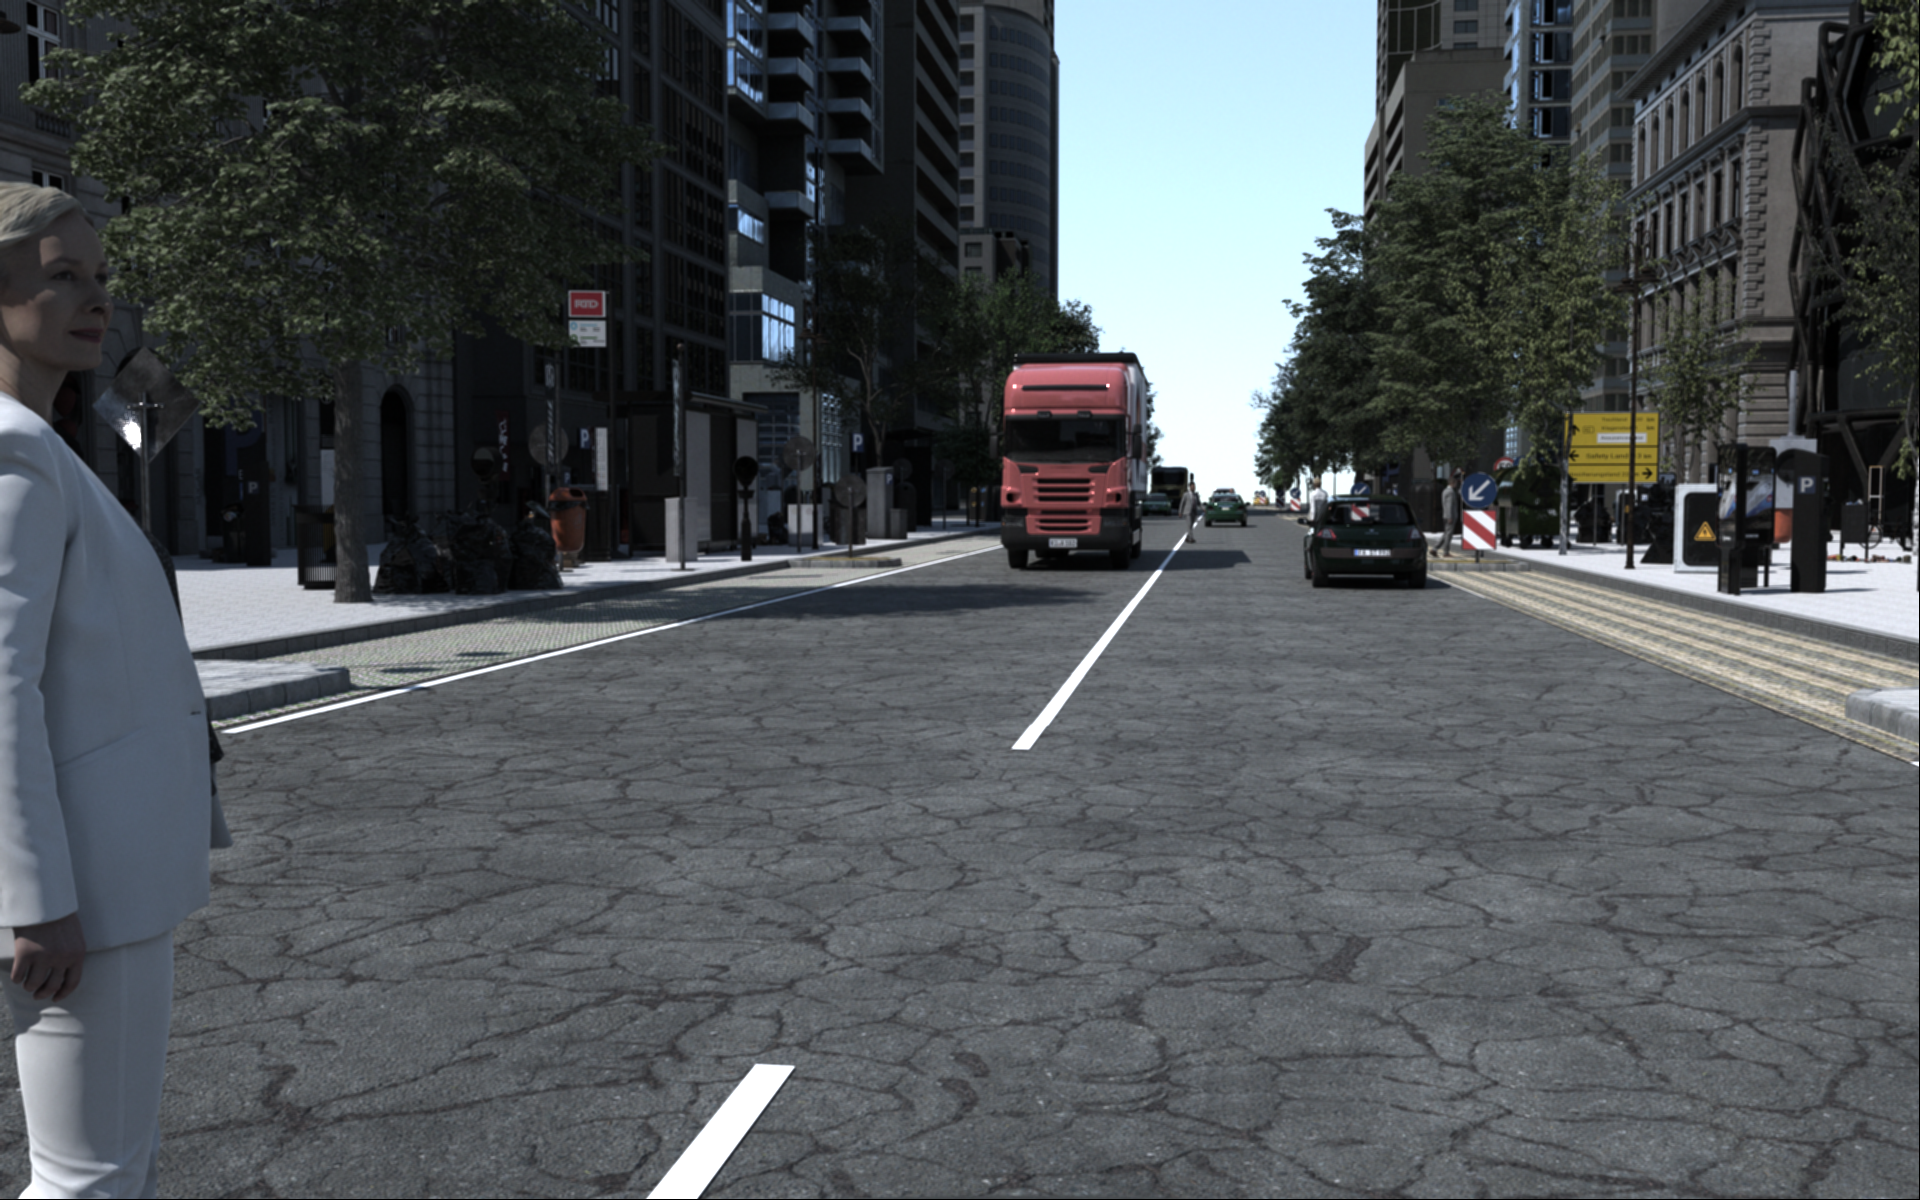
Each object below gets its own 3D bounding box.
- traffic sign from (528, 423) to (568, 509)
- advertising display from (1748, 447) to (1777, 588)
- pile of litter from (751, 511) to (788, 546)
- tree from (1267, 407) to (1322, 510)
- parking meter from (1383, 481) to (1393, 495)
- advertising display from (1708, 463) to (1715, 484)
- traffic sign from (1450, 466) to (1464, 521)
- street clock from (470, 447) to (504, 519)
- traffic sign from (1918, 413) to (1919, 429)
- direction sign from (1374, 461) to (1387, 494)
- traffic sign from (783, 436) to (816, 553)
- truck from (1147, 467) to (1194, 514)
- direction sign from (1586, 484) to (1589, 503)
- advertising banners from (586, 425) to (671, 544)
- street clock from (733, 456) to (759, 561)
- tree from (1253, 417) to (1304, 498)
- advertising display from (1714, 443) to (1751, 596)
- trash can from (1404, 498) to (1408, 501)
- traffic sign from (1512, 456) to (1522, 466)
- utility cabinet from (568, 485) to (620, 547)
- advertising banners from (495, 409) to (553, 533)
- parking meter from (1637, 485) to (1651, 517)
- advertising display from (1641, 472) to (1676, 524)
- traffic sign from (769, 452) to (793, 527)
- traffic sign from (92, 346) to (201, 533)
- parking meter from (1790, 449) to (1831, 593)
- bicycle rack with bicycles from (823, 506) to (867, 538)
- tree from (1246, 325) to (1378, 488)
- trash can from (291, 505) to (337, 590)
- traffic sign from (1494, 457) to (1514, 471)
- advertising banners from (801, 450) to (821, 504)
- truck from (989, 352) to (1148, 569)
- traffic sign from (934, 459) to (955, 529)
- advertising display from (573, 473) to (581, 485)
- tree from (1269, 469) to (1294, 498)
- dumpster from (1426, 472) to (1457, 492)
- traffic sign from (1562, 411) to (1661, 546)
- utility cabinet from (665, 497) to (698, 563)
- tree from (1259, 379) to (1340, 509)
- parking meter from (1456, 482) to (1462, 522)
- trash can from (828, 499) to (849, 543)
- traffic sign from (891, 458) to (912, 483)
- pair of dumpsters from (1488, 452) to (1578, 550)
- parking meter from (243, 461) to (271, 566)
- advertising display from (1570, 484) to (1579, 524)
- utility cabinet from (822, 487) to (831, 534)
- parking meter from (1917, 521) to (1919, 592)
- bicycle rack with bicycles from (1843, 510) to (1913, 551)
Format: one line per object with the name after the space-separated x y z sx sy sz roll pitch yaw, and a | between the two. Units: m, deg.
-7.325 -1.876 30.780 0.768 2.556 0.104 1 4 13 | traffic sign
10.715 -1.123 23.575 0.974 1.923 0.123 -2 4 -27 | advertising display
-4.894 -1.821 43.732 1.176 0.858 1.719 2 4 24 | pile of litter
27.805 -11.546 139.139 4.360 8.622 3.978 0 3 0 | tree
19.578 -4.495 79.210 0.399 1.863 0.255 0 4 -4 | parking meter
15.881 -1.909 36.424 0.123 1.923 0.974 2 4 34 | advertising display
21.063 -4.481 73.267 0.884 2.594 0.081 1 4 14 | traffic sign
-7.264 -1.351 26.653 0.471 2.002 0.358 2 4 26 | street clock
11.888 -1.266 20.798 0.768 2.556 0.104 1 4 13 | traffic sign
18.535 -5.159 76.348 0.876 3.537 0.379 -3 5 -40 | direction sign
-3.533 -2.315 37.954 0.768 2.556 0.104 1 4 14 | traffic sign
15.161 -7.909 125.231 3.469 3.379 9.791 0 4 8 | truck
24.053 -4.548 66.360 0.379 3.537 0.876 1 4 12 | direction sign
-8.477 -2.935 44.181 2.074 3.025 0.090 -2 4 -24 | advertising banners
-4.095 -1.747 33.134 0.471 2.002 0.358 -1 4 -12 | street clock
43.307 -19.211 232.222 7.486 12.596 7.792 0 3 0 | tree
9.911 -1.043 22.271 0.123 1.923 0.974 1 4 10 | advertising display
16.611 -3.207 64.087 0.748 1.137 0.748 0 3 0 | trash can
18.696 -3.510 57.502 0.768 2.556 0.104 1 4 13 | traffic sign
-8.743 -2.000 41.376 1.173 1.500 0.318 -1 4 -10 | utility cabinet
-9.186 -2.469 36.548 0.090 3.025 2.074 1 4 20 | advertising banners
19.019 -2.432 48.178 0.372 1.533 0.369 0 3 0 | parking meter
20.860 -2.847 51.770 0.974 1.923 0.123 1 4 15 | advertising display
-4.885 -2.845 47.706 0.795 2.450 0.064 1 4 14 | traffic sign
-5.528 -0.498 11.780 0.795 2.450 0.064 1 4 8 | traffic sign
11.053 -1.026 22.493 0.255 1.863 0.399 -3 5 -40 | parking meter
-3.227 -2.344 51.712 2.925 0.926 2.852 0 4 6 | bicycle rack with bicycles
25.187 -12.912 121.485 12.009 13.543 11.850 0 3 0 | tree
-8.628 -0.718 23.392 0.748 1.137 0.748 0 3 0 | trash can
18.623 -3.616 59.231 0.768 2.556 0.104 1 4 9 | traffic sign
-6.046 -4.535 70.332 0.090 3.025 2.074 -2 4 -26 | advertising banners
2.572 -2.922 36.685 2.839 4.237 11.283 0 4 8 | truck
-0.567 -3.835 62.806 0.768 2.556 0.104 1 4 13 | traffic sign
-11.684 -2.915 52.882 0.123 1.923 0.974 0 4 -6 | advertising display
41.266 -14.605 222.510 4.285 4.588 4.351 0 3 0 | tree
21.387 -4.581 77.391 1.502 2.255 1.985 1 4 8 | dumpster
15.974 -2.978 42.564 2.265 3.308 0.079 1 4 12 | traffic sign
-5.294 -1.330 32.899 0.306 1.237 1.020 1 4 11 | utility cabinet
30.295 -13.601 148.129 9.928 11.665 9.643 0 3 0 | tree
22.597 -4.430 78.142 0.399 1.863 0.255 1 4 22 | parking meter
-3.143 -2.082 45.702 0.748 1.137 0.748 0 3 0 | trash can
-2.081 -3.754 61.489 0.768 2.556 0.104 1 4 13 | traffic sign
13.687 -2.402 41.760 1.574 2.255 4.437 1 4 8 | pair of dumpsters
-12.501 -1.534 30.786 0.399 1.863 0.255 0 4 8 | parking meter
25.753 -4.182 73.593 0.974 1.923 0.123 1 4 23 | advertising display
-4.295 -2.887 55.880 0.318 1.500 1.173 0 4 -4 | utility cabinet
12.780 -0.874 22.694 0.372 1.533 0.369 0 3 0 | parking meter
22.030 -1.626 39.971 2.925 0.926 2.852 -1 4 -16 | bicycle rack with bicycles
